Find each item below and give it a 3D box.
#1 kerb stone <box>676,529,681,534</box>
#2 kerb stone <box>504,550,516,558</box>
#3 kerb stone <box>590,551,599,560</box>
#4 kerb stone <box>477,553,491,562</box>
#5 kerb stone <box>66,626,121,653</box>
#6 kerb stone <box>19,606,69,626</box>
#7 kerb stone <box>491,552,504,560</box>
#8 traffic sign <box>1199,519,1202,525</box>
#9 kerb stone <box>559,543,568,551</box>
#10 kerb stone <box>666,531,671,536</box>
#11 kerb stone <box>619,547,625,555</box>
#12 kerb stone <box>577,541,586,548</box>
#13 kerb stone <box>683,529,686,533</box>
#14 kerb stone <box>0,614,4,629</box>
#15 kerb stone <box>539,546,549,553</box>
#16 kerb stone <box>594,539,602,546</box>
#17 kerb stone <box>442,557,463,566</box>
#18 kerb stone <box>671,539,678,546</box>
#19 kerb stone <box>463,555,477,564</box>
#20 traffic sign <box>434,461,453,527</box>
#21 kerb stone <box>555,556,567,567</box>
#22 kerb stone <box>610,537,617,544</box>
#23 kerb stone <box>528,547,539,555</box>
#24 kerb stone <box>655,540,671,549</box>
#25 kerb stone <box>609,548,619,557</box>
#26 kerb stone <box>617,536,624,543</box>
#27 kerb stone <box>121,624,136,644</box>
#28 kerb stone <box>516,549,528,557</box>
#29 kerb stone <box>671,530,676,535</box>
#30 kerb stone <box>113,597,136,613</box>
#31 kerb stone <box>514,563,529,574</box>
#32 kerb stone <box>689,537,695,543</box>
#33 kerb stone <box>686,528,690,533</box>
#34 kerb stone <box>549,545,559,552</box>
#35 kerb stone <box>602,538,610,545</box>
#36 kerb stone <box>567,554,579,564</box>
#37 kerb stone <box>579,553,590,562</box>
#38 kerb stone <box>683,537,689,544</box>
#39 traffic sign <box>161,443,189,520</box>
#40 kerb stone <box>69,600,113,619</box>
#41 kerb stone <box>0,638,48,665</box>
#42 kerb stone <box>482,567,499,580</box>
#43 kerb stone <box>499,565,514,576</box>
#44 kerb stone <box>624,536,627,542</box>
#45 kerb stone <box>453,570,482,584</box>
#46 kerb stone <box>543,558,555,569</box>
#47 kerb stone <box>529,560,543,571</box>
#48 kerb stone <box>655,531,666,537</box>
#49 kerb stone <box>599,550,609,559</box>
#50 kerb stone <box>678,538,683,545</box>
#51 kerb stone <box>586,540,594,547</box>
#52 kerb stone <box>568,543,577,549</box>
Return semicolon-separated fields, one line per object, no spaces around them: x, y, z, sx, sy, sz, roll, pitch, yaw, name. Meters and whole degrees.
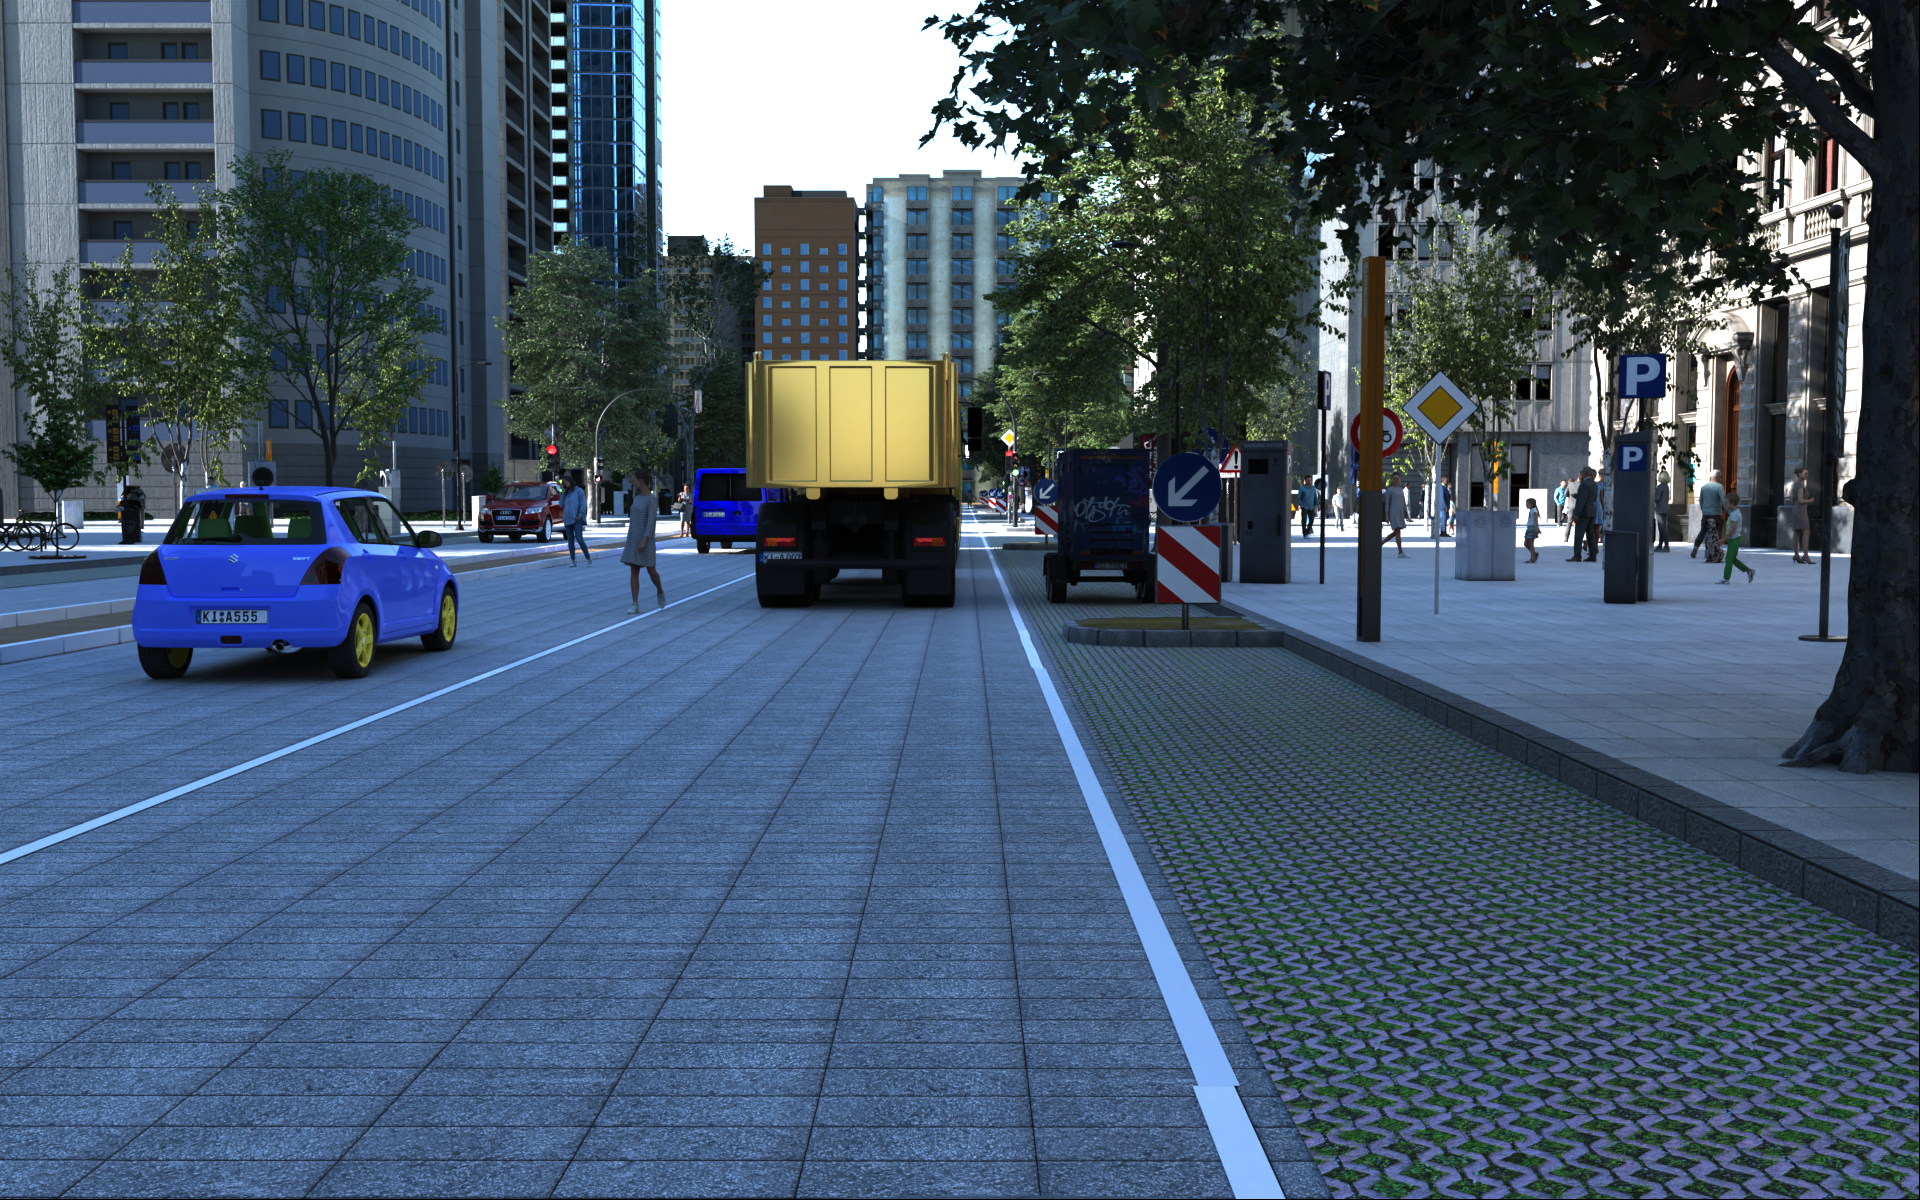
-10.084;-2.381;61.132;0.120;0.150;1.000;0;4;0;kerb stone
-10.143;-0.998;38.584;0.120;0.150;1.000;0;4;0;kerb stone
-8.054;-0.943;37.609;0.120;0.150;1.000;0;4;0;kerb stone
-10.152;-0.876;36.539;0.120;0.150;1.000;0;4;0;kerb stone
-8.102;0.376;16.054;0.120;0.150;1.000;0;4;0;kerb stone
-10.190;0.188;19.121;0.120;0.150;1.000;0;4;0;kerb stone
-10.149;-0.940;37.561;0.120;0.150;1.000;0;4;0;kerb stone
6.221;-2.738;44.766;0.884;2.594;0.081;0;4;4;traffic sign
-10.122;-1.316;43.717;0.120;0.150;1.000;0;4;0;kerb stone
-10.090;-2.252;59.088;0.120;0.150;1.000;0;4;0;kerb stone
-8.037;-1.131;40.681;0.120;0.150;1.000;0;4;0;kerb stone
-10.123;-1.435;45.762;0.120;0.150;1.000;0;4;0;kerb stone
-10.076;-2.444;62.156;0.120;0.150;1.000;0;4;0;kerb stone
-10.195;0.251;18.093;0.120;0.150;1.000;0;4;0;kerb stone
-10.135;-1.187;41.660;0.120;0.150;1.000;0;4;0;kerb stone
-10.118;-1.567;47.815;0.120;0.150;1.000;0;4;0;kerb stone
-10.157;-0.752;34.495;0.120;0.150;1.000;0;4;0;kerb stone
-8.017;-1.569;47.849;0.120;0.150;1.000;0;4;0;kerb stone
-10.155;-0.815;35.517;0.120;0.150;1.000;0;4;0;kerb stone
-19.925;-4.081;66.833;0.768;2.556;0.104;0;4;4;traffic sign
-8.057;-0.751;34.523;0.120;0.150;1.000;0;4;0;kerb stone
-10.109;-1.693;49.873;0.120;0.150;1.000;0;4;0;kerb stone
-10.131;-1.128;40.636;0.120;0.150;1.000;0;4;0;kerb stone
-8.023;-1.507;46.828;0.120;0.150;1.000;0;4;0;kerb stone
-8.037;-1.068;39.655;0.120;0.150;1.000;0;4;0;kerb stone
-10.109;-1.755;50.895;0.120;0.150;1.000;0;4;0;kerb stone
-8.095;0.313;17.082;0.120;0.150;1.000;0;4;0;kerb stone
-10.135;-1.059;39.613;0.120;0.150;1.000;0;4;0;kerb stone
-10.087;-2.318;60.110;0.120;0.150;1.000;0;4;0;kerb stone
-10.179;0.063;21.165;0.120;0.150;1.000;0;4;0;kerb stone
-8.057;-0.564;31.441;0.120;0.150;1.000;0;4;0;kerb stone
-8.013;-1.758;50.941;0.120;0.150;1.000;0;4;0;kerb stone
-10.083;-2.504;63.178;0.120;0.150;1.000;0;4;0;kerb stone
-10.129;-1.253;42.690;0.120;0.150;1.000;0;4;0;kerb stone
-10.117;-1.629;48.837;0.120;0.150;1.000;0;4;0;kerb stone
-8.054;-0.817;35.549;0.120;0.150;1.000;0;4;0;kerb stone
-8.043;-0.880;36.580;0.120;0.150;1.000;0;4;0;kerb stone
-8.012;-1.692;49.915;0.120;0.150;1.000;0;4;0;kerb stone
-19.643;-2.645;43.347;0.768;2.556;0.104;1;4;9;traffic sign
-10.190;0.126;20.143;0.120;0.150;1.000;0;4;0;kerb stone
-8.102;0.441;15.031;0.120;0.150;1.000;0;4;0;kerb stone
-8.064;-0.440;29.393;0.120;0.150;1.000;0;4;0;kerb stone
-8.068;-0.501;30.418;0.120;0.150;1.000;0;4;0;kerb stone
-10.113;-1.818;51.916;0.120;0.150;1.000;0;4;0;kerb stone
-8.069;-0.378;28.371;0.120;0.150;1.000;0;4;0;kerb stone
-8.061;-0.690;33.485;0.120;0.150;1.000;0;4;0;kerb stone
-8.051;-0.622;32.463;0.120;0.150;1.000;0;4;0;kerb stone
-10.079;-2.194;58.066;0.120;0.150;1.000;0;4;0;kerb stone
-8.041;-1.005;38.631;0.120;0.150;1.000;0;4;0;kerb stone
-8.022;-1.632;48.885;0.120;0.150;1.000;0;4;0;kerb stone
-10.123;-1.503;46.793;0.120;0.150;1.000;0;4;0;kerb stone
-10.128;-1.379;44.740;0.120;0.150;1.000;0;4;0;kerb stone
